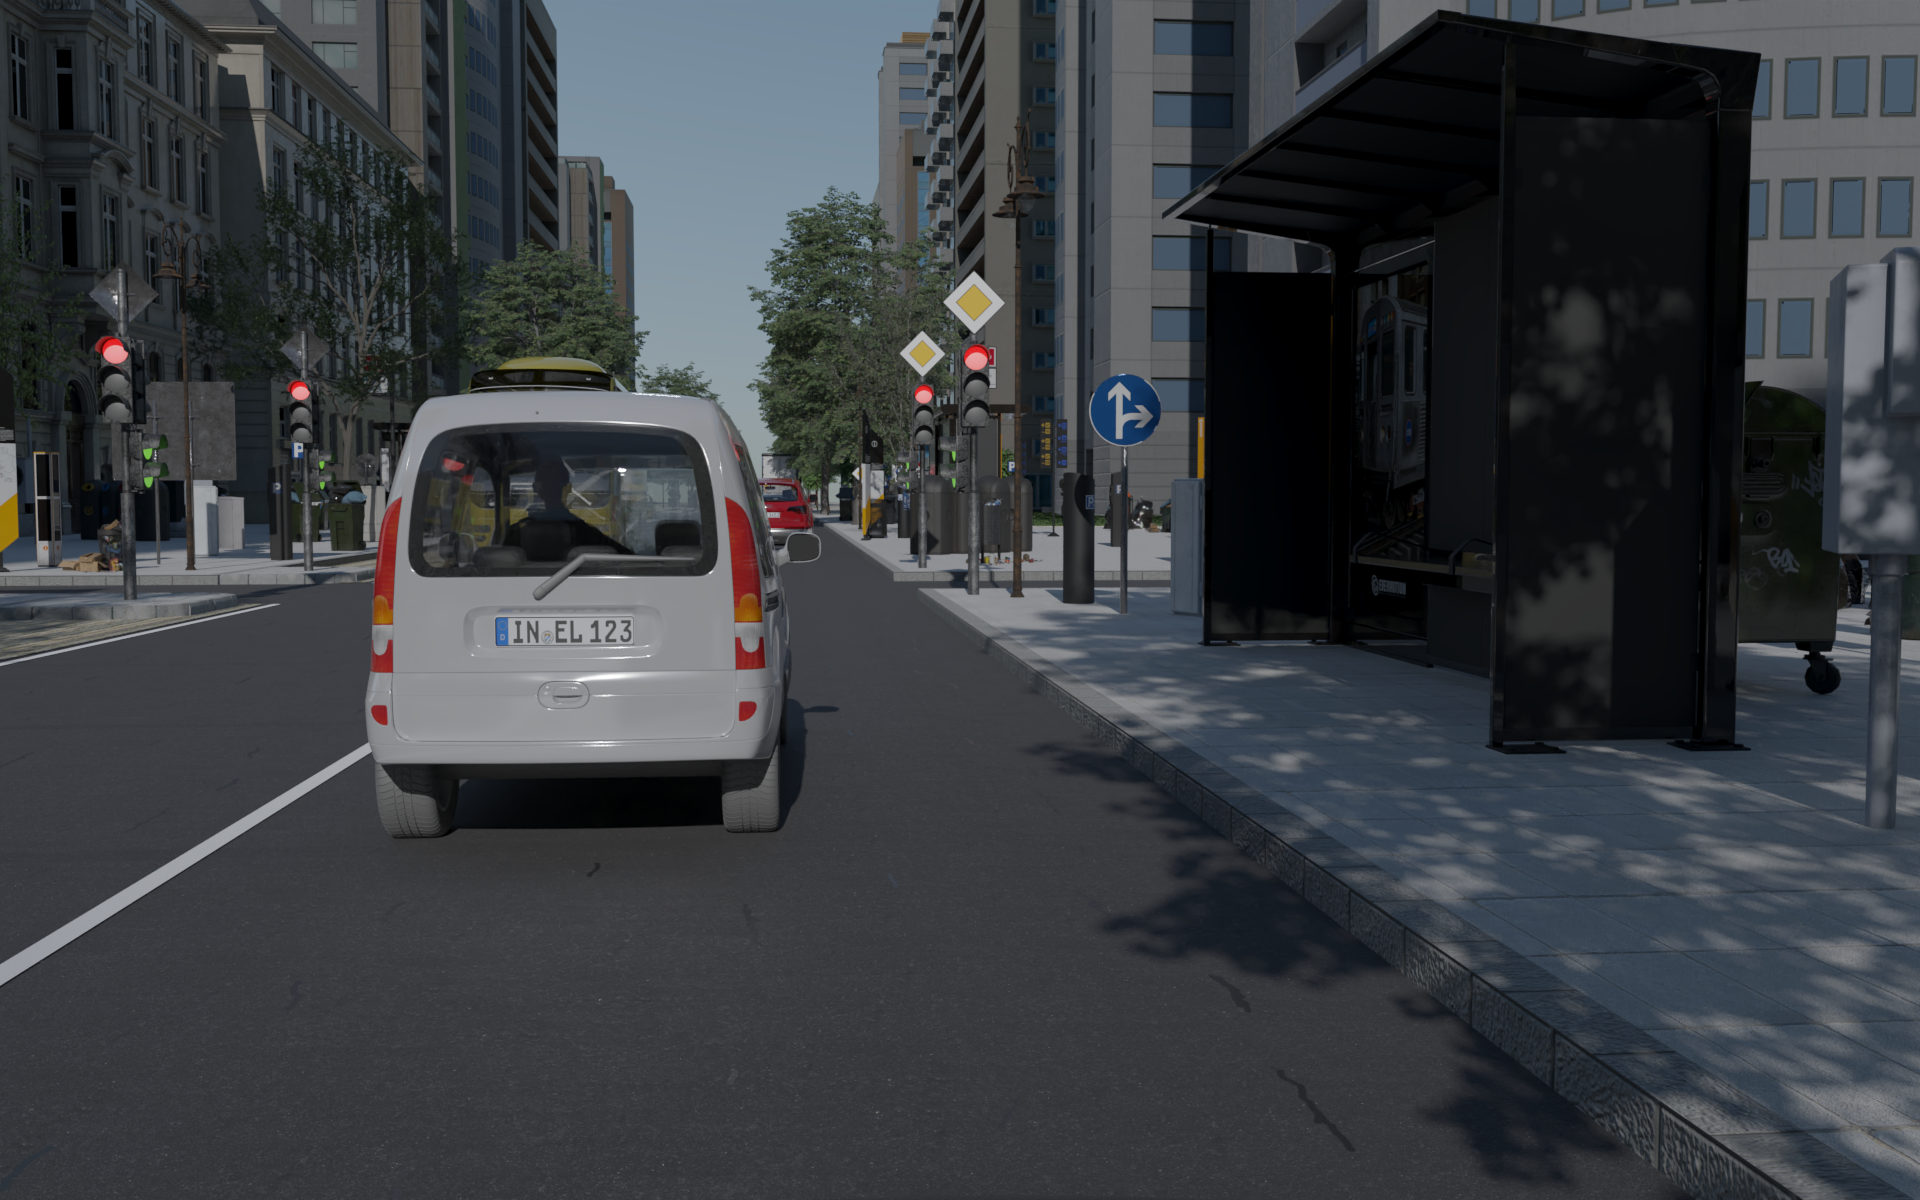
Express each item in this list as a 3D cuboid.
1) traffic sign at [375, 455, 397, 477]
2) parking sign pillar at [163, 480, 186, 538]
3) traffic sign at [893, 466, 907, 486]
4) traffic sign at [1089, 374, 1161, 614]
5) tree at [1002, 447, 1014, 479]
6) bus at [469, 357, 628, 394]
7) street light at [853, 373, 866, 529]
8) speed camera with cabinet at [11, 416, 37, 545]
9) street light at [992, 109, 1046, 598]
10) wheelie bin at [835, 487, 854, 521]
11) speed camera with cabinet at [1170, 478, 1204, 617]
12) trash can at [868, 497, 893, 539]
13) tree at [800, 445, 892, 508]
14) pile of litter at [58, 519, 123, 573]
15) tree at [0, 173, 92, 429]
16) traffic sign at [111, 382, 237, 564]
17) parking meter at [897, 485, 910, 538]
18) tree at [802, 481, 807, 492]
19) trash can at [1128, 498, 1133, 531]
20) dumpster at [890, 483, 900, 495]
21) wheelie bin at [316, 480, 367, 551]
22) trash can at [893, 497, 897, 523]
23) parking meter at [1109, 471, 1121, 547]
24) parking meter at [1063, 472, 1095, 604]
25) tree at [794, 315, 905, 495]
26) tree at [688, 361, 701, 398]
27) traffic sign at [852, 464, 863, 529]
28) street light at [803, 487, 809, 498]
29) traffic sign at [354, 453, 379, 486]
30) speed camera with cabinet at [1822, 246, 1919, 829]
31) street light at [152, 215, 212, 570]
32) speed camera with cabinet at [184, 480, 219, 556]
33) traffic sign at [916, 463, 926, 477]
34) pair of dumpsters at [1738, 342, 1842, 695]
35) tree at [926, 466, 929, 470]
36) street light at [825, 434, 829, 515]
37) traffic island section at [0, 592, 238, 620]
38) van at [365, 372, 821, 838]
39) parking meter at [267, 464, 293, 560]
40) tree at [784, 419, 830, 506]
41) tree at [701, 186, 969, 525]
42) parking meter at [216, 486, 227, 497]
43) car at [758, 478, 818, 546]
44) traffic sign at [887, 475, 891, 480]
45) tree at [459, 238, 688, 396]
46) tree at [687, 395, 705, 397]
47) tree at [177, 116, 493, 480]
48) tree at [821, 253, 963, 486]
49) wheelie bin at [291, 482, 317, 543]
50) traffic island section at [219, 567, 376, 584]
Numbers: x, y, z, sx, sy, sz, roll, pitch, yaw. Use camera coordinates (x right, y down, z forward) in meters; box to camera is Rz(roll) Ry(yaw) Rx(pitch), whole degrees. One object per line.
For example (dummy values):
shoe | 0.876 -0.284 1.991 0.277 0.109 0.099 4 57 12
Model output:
traffic sign | -18.121 -3.330 54.548 0.768 2.556 0.104 0 4 0
parking sign pillar | -22.982 -3.837 51.201 1.447 3.967 1.447 1 4 10
traffic sign | -2.087 -3.598 60.957 0.606 2.300 0.079 0 4 -2
traffic sign | 1.755 -1.124 18.487 0.768 2.556 0.104 0 4 1
tree | 2.061 -7.381 104.387 4.285 4.588 4.351 0 3 0
bus | -7.826 -2.640 34.718 2.896 3.916 12.252 0 4 -8
street light | -3.621 -5.496 62.645 0.468 5.910 1.993 0 4 -6
speed camera with cabinet | -24.302 -3.039 44.031 2.038 3.252 0.660 1 4 20
street light | 0.712 -2.970 21.348 0.468 5.910 1.993 0 4 -6
wheelie bin | -5.446 -4.560 82.469 0.980 1.594 0.693 0 4 2
speed camera with cabinet | 3.275 -1.487 18.655 2.038 3.252 0.660 -2 4 -27
trash can | -2.412 -2.356 50.179 0.748 1.137 0.748 0 3 0
tree | -4.944 -6.319 87.033 4.285 4.588 4.351 0 3 0
pile of litter | -14.470 -0.920 28.999 1.176 0.858 1.719 -1 4 -14
tree | -22.629 -5.507 40.404 4.737 8.622 4.395 0 3 0
traffic sign | -14.281 -2.299 31.464 2.265 3.308 0.079 0 4 1
parking meter | -1.628 -2.561 50.277 0.372 1.533 0.369 0 3 0
tree | -20.820 -17.341 233.893 4.360 8.622 3.978 0 3 0
trash can | 5.577 -2.933 59.608 0.748 1.137 0.748 0 3 0
dumpster | -3.412 -5.379 93.698 1.264 1.857 1.865 0 4 -6
wheelie bin | -13.827 -1.907 39.086 0.980 1.594 0.693 1 4 11
trash can | -3.065 -3.785 73.546 0.748 1.137 0.748 0 3 0
parking meter | 3.830 -2.217 41.954 0.399 1.863 0.255 -1 4 -10
parking meter | 1.395 -0.729 20.328 0.372 1.533 0.369 0 3 0
tree | -5.920 -10.554 98.315 9.928 11.665 9.643 0 3 0
tree | -27.211 -15.820 165.319 9.857 13.997 8.962 0 3 0
traffic sign | -3.581 -3.836 63.909 0.795 2.450 0.064 0 4 3
street light | -15.795 -12.702 180.465 0.468 5.910 1.993 0 4 -6
traffic sign | -18.555 -3.306 54.152 0.768 2.556 0.104 0 4 0
speed camera with cabinet | 4.391 -0.741 6.457 2.038 3.252 0.660 1 4 20
street light | -12.973 -3.440 29.029 0.468 5.910 1.993 0 4 -6
speed camera with cabinet | -16.027 -2.580 36.525 0.660 3.252 2.038 -2 4 -26
traffic sign | -1.606 -3.912 63.971 0.884 2.594 0.081 0 4 -5
pair of dumpsters | 4.792 -0.643 13.006 1.574 2.255 4.437 0 4 -6
tree | -0.191 -3.739 55.733 1.663 3.219 1.824 0 3 0
street light | -7.941 -8.036 104.174 0.468 5.910 1.993 0 4 -6
traffic island section | -10.091 0.076 21.033 2.009 0.180 2.903 0 4 -6
van | -1.698 -0.099 8.638 2.013 2.044 4.112 0 4 -5
parking meter | -13.187 -1.704 33.579 0.399 1.863 0.255 0 4 6
tree | -16.504 -16.361 201.909 7.601 10.594 8.767 -1 4 -16
tree | -4.173 -10.086 71.563 9.857 13.997 8.962 0 3 0
parking meter | -24.402 -2.987 57.241 0.372 1.533 0.369 0 3 0
car | -4.504 -1.983 41.093 2.281 1.827 5.304 0 4 -5
traffic sign | -4.584 -6.424 105.144 0.768 2.556 0.104 0 3 0
tree | -19.794 -10.909 85.015 9.857 13.997 8.962 0 3 0
tree | -30.158 -17.026 195.380 9.611 12.733 9.660 0 3 0
tree | -15.746 -6.689 43.781 8.767 10.594 7.601 0 4 -2
tree | -1.916 -6.224 52.129 4.360 8.622 3.978 0 3 0
wheelie bin | -17.460 -2.333 46.056 0.693 1.594 0.980 3 4 38
traffic island section | -10.914 -0.409 28.976 2.009 0.180 2.903 0 4 -6
